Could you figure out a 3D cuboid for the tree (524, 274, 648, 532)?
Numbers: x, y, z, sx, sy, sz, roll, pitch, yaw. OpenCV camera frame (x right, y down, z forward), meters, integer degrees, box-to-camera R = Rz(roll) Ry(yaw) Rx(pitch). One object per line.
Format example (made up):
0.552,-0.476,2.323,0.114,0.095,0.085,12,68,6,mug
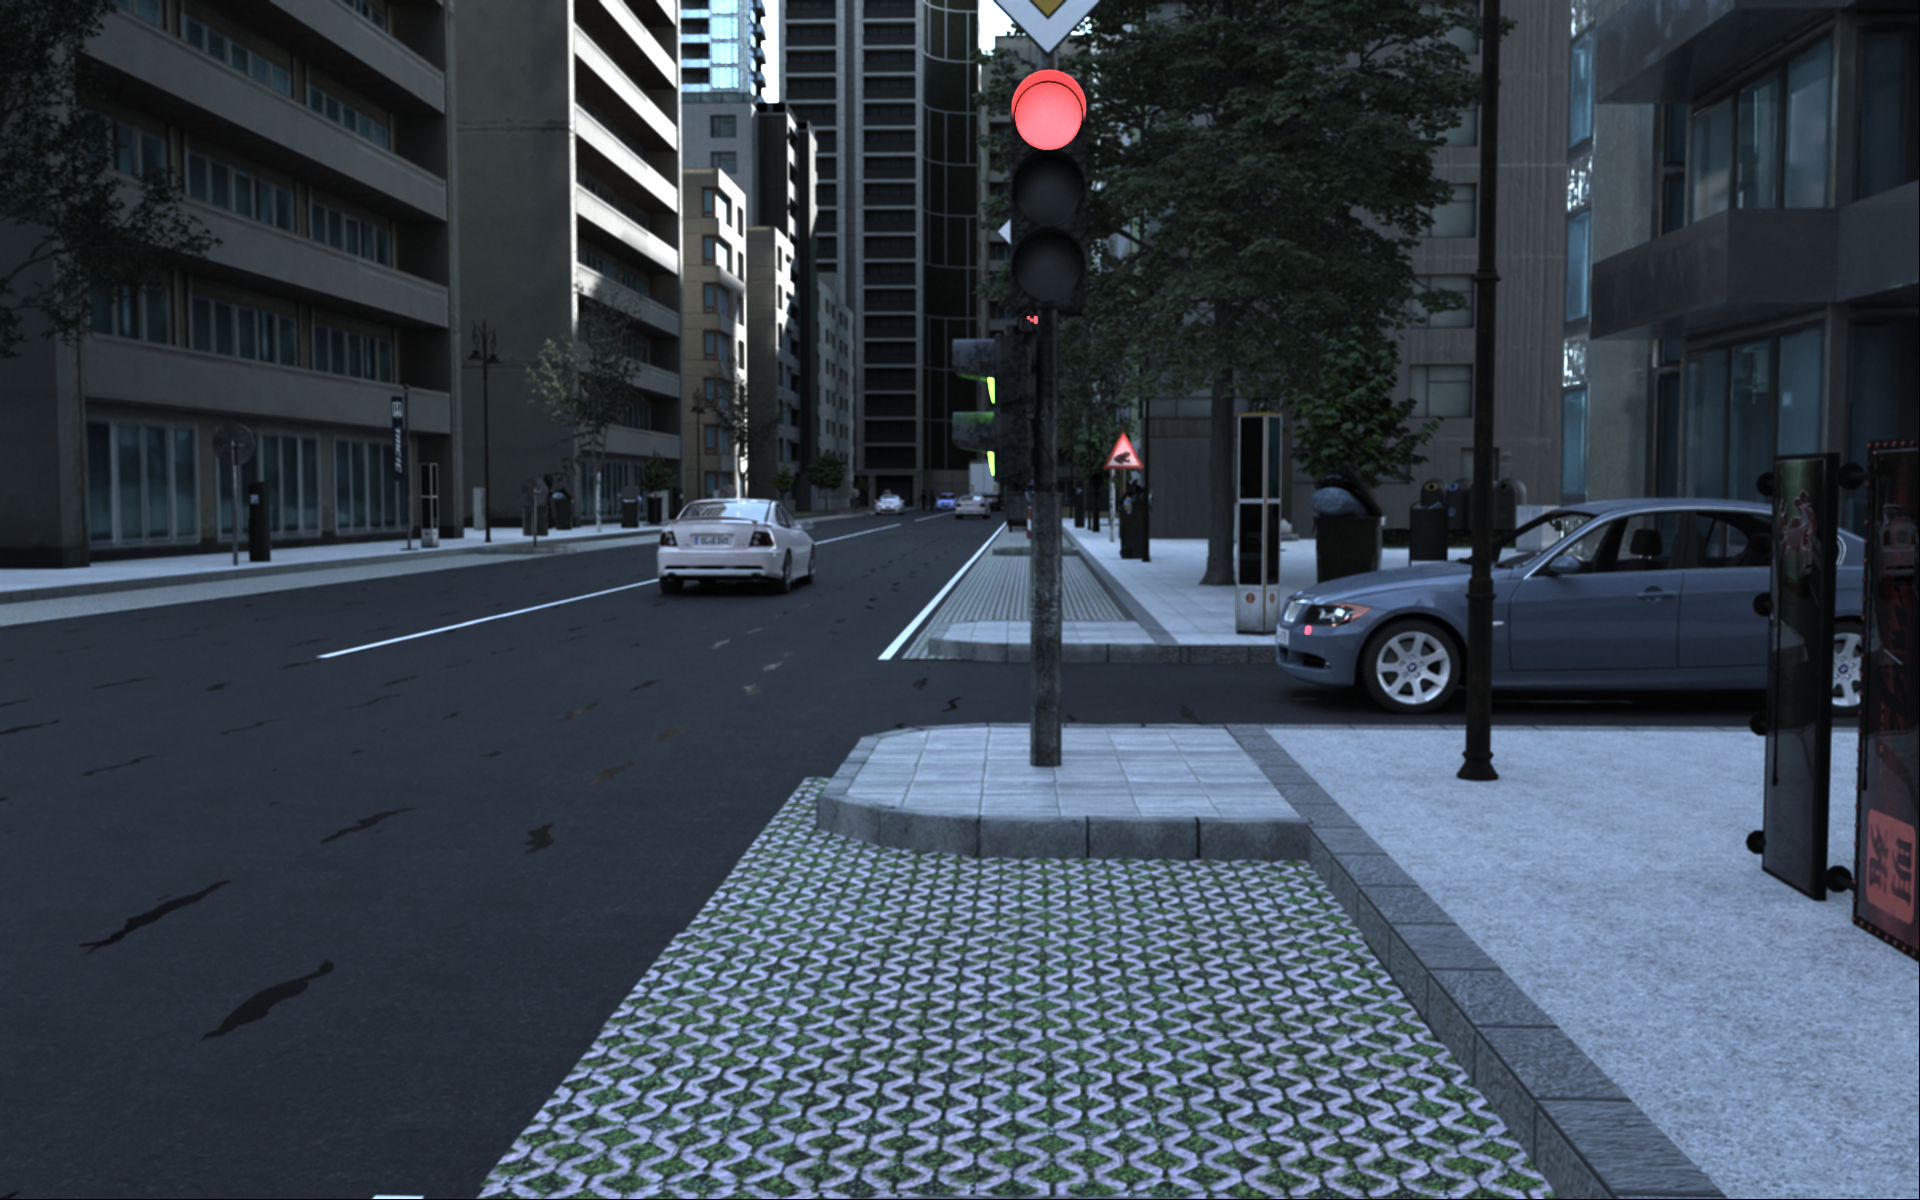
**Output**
-12.293,-6.596,58.207,4.360,8.622,3.978,0,3,0,tree

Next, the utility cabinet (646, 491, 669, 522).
-13.628,-4.243,78.050,0.318,1.500,1.173,2,4,31,utility cabinet

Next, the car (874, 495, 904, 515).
-4.900,-6.634,120.833,2.083,1.381,4.827,0,4,1,car

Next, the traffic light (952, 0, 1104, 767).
0.388,-1.173,8.094,0.839,4.253,0.868,0,4,2,traffic light

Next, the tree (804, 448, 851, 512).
-9.472,-8.560,123.670,4.285,4.588,4.351,0,3,0,tree

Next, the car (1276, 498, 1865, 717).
4.464,0.001,11.983,4.499,1.417,2.014,0,4,2,car

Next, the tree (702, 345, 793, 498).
-10.705,-8.323,86.449,4.360,8.622,3.978,0,3,0,tree

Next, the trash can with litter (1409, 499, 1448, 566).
6.972,-0.806,24.238,2.233,1.210,1.678,0,4,8,trash can with litter

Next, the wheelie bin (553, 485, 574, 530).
-14.231,-3.316,62.128,0.693,1.594,0.980,0,4,-7,wheelie bin

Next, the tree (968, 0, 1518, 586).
3.767,-6.508,24.539,7.486,12.596,7.792,0,3,0,tree

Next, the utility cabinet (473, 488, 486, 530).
-17.067,-3.243,61.705,0.318,1.500,1.173,0,4,-5,utility cabinet

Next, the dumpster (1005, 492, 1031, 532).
2.599,-3.462,64.824,1.865,1.857,1.264,0,4,3,dumpster

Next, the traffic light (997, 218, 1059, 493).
0.719,-1.661,16.072,0.839,4.253,0.868,0,4,2,traffic light

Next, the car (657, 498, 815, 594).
-3.334,-0.854,26.325,2.083,1.381,4.827,0,4,2,car

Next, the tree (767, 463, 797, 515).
-10.675,-6.806,105.873,1.663,3.219,1.824,0,3,0,tree

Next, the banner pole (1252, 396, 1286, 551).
6.956,-3.002,39.093,0.863,3.779,0.401,2,4,24,banner pole

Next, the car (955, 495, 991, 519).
0.744,-5.370,100.168,2.083,1.381,4.827,0,4,4,car

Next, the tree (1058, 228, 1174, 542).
3.890,-5.848,45.978,4.360,8.622,3.978,0,3,0,tree

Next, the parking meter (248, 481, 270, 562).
-13.313,-1.497,32.892,0.372,1.533,0.369,0,3,0,parking meter

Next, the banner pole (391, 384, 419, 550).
-12.653,-3.014,39.295,0.401,3.779,0.863,1,4,13,banner pole

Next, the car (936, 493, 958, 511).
-1.127,-8.716,152.094,1.945,1.707,3.694,0,4,4,car

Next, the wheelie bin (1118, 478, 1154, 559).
3.513,-1.631,34.579,0.693,1.594,0.980,1,4,9,wheelie bin

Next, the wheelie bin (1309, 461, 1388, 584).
3.709,-0.530,16.571,0.693,1.594,0.980,1,4,18,wheelie bin

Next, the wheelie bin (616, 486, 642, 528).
-12.540,-3.536,65.718,0.980,1.594,0.693,0,4,-5,wheelie bin

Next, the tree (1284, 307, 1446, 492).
4.222,-1.433,18.037,1.663,3.219,1.824,0,3,0,tree

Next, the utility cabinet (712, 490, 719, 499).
-12.337,-4.812,87.352,0.318,1.500,1.173,-1,4,-11,utility cabinet

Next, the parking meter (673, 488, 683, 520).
-11.217,-3.696,68.839,0.372,1.533,0.369,0,3,0,parking meter

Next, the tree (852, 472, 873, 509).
-8.554,-9.422,148.649,1.663,3.219,1.824,0,3,0,tree

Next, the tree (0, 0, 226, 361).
-14.479,-5.507,24.455,8.767,10.594,7.601,1,4,16,tree

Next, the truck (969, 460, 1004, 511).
2.264,-9.815,149.389,2.839,4.237,11.283,0,4,3,truck

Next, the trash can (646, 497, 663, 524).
-13.212,-3.872,74.954,0.748,1.137,0.748,0,3,0,trash can

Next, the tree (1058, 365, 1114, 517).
6.569,-8.982,97.216,4.737,8.622,4.395,0,3,0,tree

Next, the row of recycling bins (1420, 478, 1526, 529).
13.453,-2.346,45.472,1.069,1.692,3.534,-2,4,-27,row of recycling bins

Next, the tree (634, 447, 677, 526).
-12.552,-4.659,70.771,1.663,3.219,1.824,0,3,0,tree

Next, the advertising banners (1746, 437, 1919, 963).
2.667,-0.531,4.870,0.090,3.025,2.074,0,4,5,advertising banners

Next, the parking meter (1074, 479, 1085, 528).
4.583,-3.719,66.509,0.399,1.863,0.255,1,4,14,parking meter

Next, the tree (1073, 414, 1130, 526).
6.122,-5.341,71.031,4.285,4.588,4.351,0,3,0,tree
